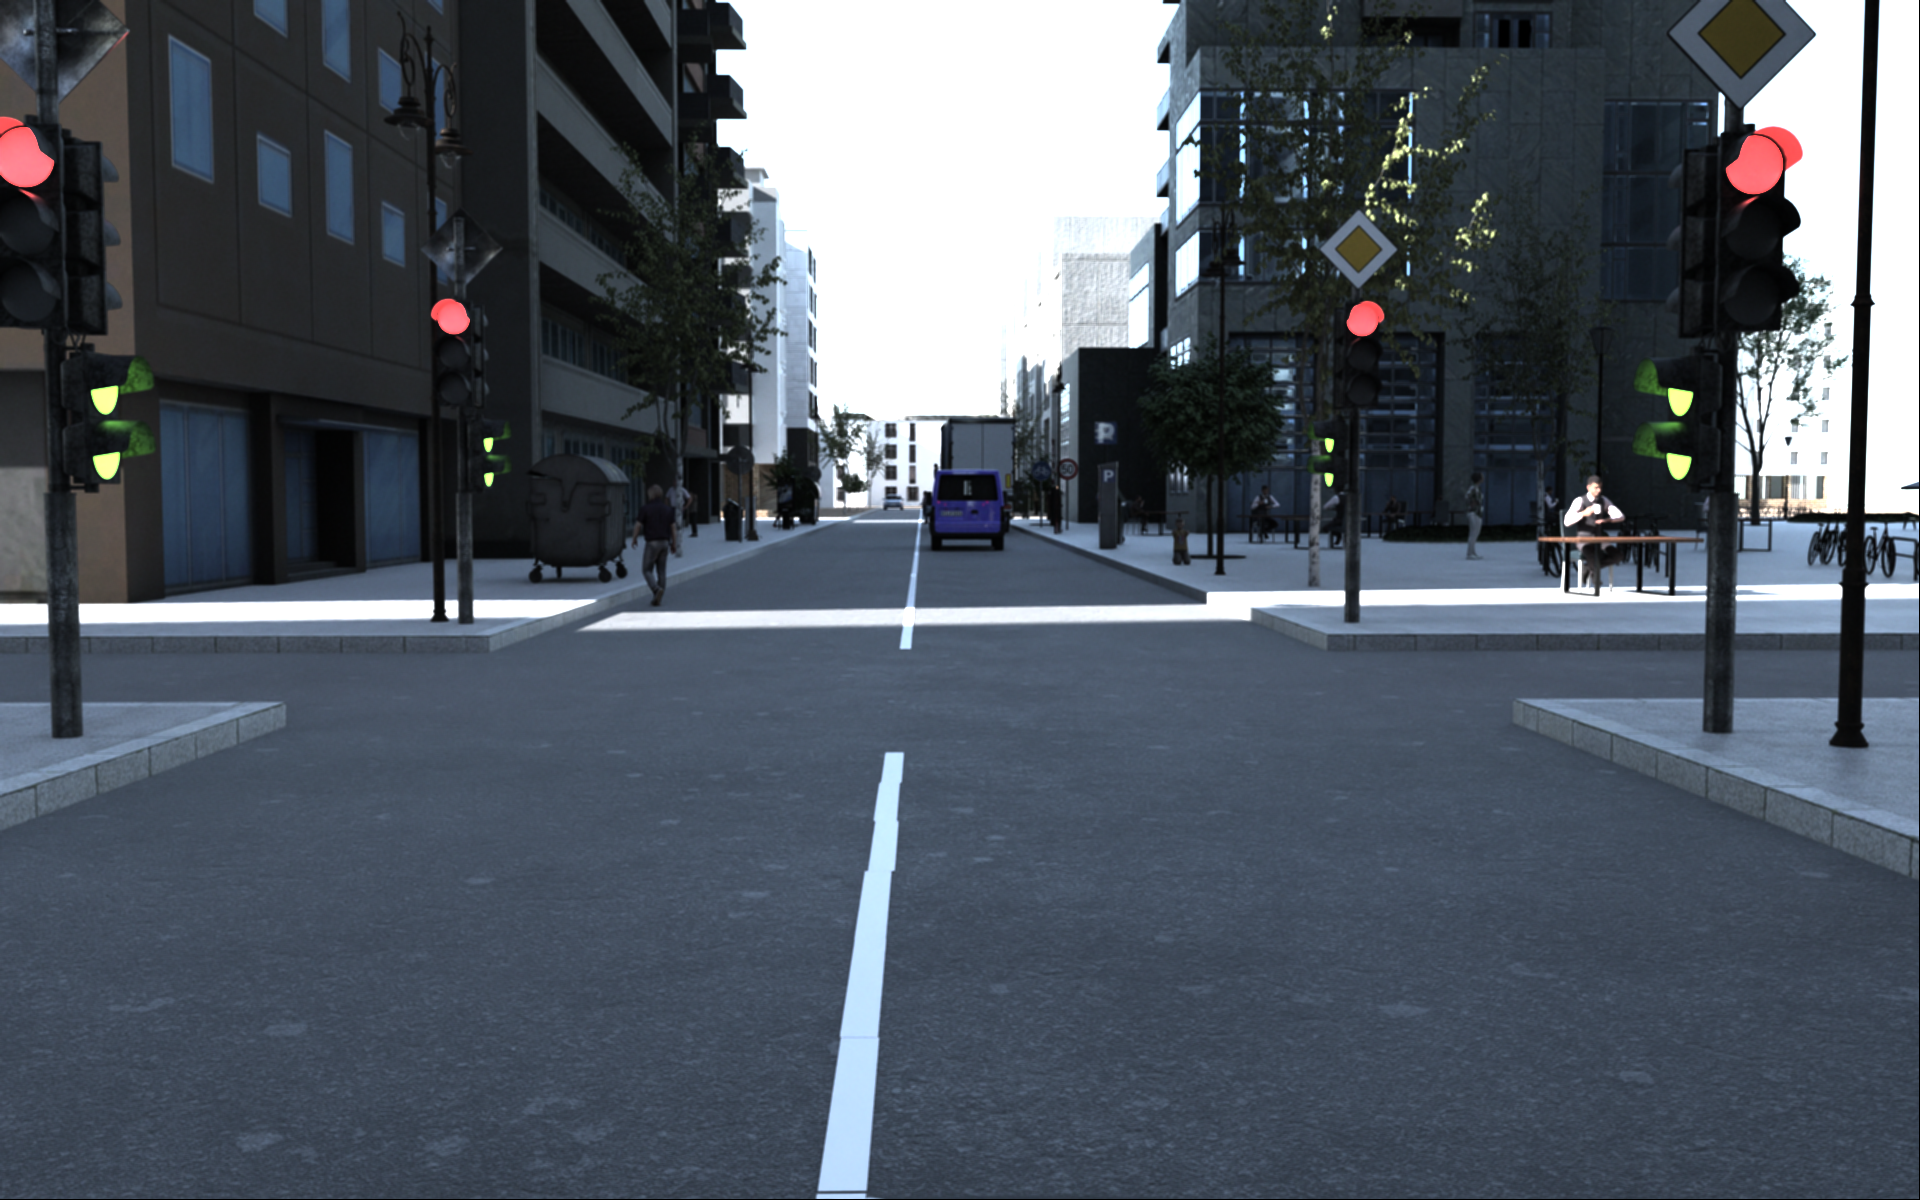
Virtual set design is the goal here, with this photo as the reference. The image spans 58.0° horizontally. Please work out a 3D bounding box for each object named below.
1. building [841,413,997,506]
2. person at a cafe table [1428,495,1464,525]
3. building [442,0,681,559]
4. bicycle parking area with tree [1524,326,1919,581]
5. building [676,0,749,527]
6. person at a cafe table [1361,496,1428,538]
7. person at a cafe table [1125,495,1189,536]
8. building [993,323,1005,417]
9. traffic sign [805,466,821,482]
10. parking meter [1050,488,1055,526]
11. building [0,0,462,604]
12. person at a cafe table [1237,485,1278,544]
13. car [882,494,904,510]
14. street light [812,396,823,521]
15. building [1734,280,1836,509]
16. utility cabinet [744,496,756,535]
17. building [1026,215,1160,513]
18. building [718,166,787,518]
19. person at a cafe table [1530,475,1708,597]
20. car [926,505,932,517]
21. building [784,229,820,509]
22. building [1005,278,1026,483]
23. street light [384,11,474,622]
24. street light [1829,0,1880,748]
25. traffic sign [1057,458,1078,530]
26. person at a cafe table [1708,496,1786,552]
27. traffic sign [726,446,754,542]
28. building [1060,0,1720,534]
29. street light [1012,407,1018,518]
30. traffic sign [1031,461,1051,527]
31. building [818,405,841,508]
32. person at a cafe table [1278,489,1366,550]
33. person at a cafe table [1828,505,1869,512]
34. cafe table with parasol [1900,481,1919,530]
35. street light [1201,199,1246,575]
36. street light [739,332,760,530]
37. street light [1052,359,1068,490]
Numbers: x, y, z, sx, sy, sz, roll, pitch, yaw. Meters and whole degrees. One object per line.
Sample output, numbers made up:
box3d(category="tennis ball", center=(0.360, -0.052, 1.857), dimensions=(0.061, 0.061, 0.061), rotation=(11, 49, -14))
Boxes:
box3d(category="building", center=(-9.992, -14.750, 183.311), dimensions=(28.070, 9.664, 9.099), rotation=(0, 4, -1))
box3d(category="person at a cafe table", center=(15.014, -2.677, 54.625), dimensions=(1.698, 1.238, 1.726), rotation=(0, 4, 3))
box3d(category="building", center=(-19.313, -25.651, 43.091), dimensions=(21.300, 48.544, 21.600), rotation=(0, 4, -1))
box3d(category="bicycle parking area with tree", center=(13.381, -2.560, 28.856), dimensions=(8.231, 4.147, 9.016), rotation=(2, 4, 31))
box3d(category="building", center=(-20.250, -25.306, 68.378), dimensions=(22.147, 44.769, 28.867), rotation=(0, 4, -1))
box3d(category="person at a cafe table", center=(12.435, -2.448, 50.889), dimensions=(1.726, 1.238, 1.698), rotation=(-3, 4, -37))
box3d(category="person at a cafe table", center=(5.988, -2.657, 54.296), dimensions=(1.726, 1.238, 1.698), rotation=(3, 4, 38))
box3d(category="building", center=(19.683, -19.679, 188.208), dimensions=(31.486, 18.905, 16.747), rotation=(0, 4, -1))
box3d(category="traffic sign", center=(-6.565, -4.716, 77.215), dimensions=(0.768, 2.556, 0.104), rotation=(0, 4, 4))
box3d(category="parking meter", center=(3.809, -3.738, 69.533), dimensions=(0.372, 1.533, 0.369), rotation=(0, 3, 0))
box3d(category="building", center=(-16.406, -22.952, 25.380), dimensions=(14.600, 45.320, 14.200), rotation=(0, 4, -1))
box3d(category="person at a cafe table", center=(8.141, -2.266, 45.564), dimensions=(1.698, 1.524, 1.622), rotation=(-1, 4, -14))
box3d(category="car", center=(-6.021, -8.869, 157.014), dimensions=(2.014, 1.417, 4.499), rotation=(0, 4, 0))
box3d(category="street light", center=(-6.725, -6.644, 81.412), dimensions=(0.468, 5.910, 1.993), rotation=(0, 4, -1))
box3d(category="building", center=(70.831, -18.535, 159.467), dimensions=(11.380, 20.091, 16.016), rotation=(0, 4, -1))
box3d(category="utility cabinet", center=(-6.608, -2.655, 54.563), dimensions=(0.306, 1.237, 1.020), rotation=(0, 4, -2))
box3d(category="building", center=(14.015, -15.427, 118.693), dimensions=(16.747, 18.905, 31.486), rotation=(0, 4, -1))
box3d(category="building", center=(-17.780, -14.765, 97.824), dimensions=(16.016, 20.091, 11.380), rotation=(0, 4, -1))
box3d(category="person at a cafe table", center=(8.322, -0.843, 22.301), dimensions=(1.698, 1.524, 1.622), rotation=(-1, 4, -11))
box3d(category="car", center=(-1.267, -5.896, 108.407), dimensions=(2.014, 1.417, 4.499), rotation=(0, 4, 1))
box3d(category="building", center=(-25.636, -17.582, 131.434), dimensions=(27.936, 21.610, 32.646), rotation=(0, 4, -1))
box3d(category="building", center=(13.258, -17.358, 150.254), dimensions=(16.747, 18.905, 31.486), rotation=(0, 4, -1))
box3d(category="street light", center=(-5.239, -2.720, 17.261), dimensions=(0.468, 5.910, 1.993), rotation=(0, 4, -1))
box3d(category="street light", center=(4.536, -2.194, 8.660), dimensions=(0.468, 5.910, 1.993), rotation=(0, 4, -1))
box3d(category="traffic sign", center=(3.838, -3.781, 61.928), dimensions=(0.768, 2.556, 0.104), rotation=(0, 4, 5))
box3d(category="person at a cafe table", center=(17.435, -1.879, 39.243), dimensions=(1.698, 1.524, 1.622), rotation=(-2, 4, -30))
box3d(category="traffic sign", center=(-5.821, -2.797, 45.831), dimensions=(0.768, 2.556, 0.104), rotation=(0, 4, 4))
box3d(category="building", center=(16.471, -46.262, 69.054), dimensions=(22.319, 86.520, 31.000), rotation=(0, 4, -1))
box3d(category="street light", center=(2.821, -7.292, 92.015), dimensions=(0.468, 5.910, 1.993), rotation=(0, 4, -1))
box3d(category="traffic sign", center=(3.124, -4.066, 66.584), dimensions=(0.768, 2.556, 0.104), rotation=(0, 4, 0))
box3d(category="building", center=(-25.555, -13.341, 160.275), dimensions=(28.070, 9.664, 9.099), rotation=(0, 4, -1))
box3d(category="person at a cafe table", center=(8.644, -1.943, 40.291), dimensions=(1.698, 1.524, 1.622), rotation=(-2, 4, -24))
box3d(category="person at a cafe table", center=(46.363, -4.851, 90.172), dimensions=(1.698, 1.238, 1.726), rotation=(1, 4, 12))
box3d(category="cafe table with parasol", center=(34.626, -3.474, 61.671), dimensions=(2.610, 1.966, 2.610), rotation=(0, 4, 0))
box3d(category="street light", center=(4.139, -3.339, 27.387), dimensions=(0.468, 5.910, 1.993), rotation=(0, 4, -1))
box3d(category="street light", center=(-5.965, -4.682, 49.341), dimensions=(0.468, 5.910, 1.993), rotation=(0, 4, -1))
box3d(category="street light", center=(3.402, -5.301, 59.458), dimensions=(0.468, 5.910, 1.993), rotation=(0, 4, -1))
